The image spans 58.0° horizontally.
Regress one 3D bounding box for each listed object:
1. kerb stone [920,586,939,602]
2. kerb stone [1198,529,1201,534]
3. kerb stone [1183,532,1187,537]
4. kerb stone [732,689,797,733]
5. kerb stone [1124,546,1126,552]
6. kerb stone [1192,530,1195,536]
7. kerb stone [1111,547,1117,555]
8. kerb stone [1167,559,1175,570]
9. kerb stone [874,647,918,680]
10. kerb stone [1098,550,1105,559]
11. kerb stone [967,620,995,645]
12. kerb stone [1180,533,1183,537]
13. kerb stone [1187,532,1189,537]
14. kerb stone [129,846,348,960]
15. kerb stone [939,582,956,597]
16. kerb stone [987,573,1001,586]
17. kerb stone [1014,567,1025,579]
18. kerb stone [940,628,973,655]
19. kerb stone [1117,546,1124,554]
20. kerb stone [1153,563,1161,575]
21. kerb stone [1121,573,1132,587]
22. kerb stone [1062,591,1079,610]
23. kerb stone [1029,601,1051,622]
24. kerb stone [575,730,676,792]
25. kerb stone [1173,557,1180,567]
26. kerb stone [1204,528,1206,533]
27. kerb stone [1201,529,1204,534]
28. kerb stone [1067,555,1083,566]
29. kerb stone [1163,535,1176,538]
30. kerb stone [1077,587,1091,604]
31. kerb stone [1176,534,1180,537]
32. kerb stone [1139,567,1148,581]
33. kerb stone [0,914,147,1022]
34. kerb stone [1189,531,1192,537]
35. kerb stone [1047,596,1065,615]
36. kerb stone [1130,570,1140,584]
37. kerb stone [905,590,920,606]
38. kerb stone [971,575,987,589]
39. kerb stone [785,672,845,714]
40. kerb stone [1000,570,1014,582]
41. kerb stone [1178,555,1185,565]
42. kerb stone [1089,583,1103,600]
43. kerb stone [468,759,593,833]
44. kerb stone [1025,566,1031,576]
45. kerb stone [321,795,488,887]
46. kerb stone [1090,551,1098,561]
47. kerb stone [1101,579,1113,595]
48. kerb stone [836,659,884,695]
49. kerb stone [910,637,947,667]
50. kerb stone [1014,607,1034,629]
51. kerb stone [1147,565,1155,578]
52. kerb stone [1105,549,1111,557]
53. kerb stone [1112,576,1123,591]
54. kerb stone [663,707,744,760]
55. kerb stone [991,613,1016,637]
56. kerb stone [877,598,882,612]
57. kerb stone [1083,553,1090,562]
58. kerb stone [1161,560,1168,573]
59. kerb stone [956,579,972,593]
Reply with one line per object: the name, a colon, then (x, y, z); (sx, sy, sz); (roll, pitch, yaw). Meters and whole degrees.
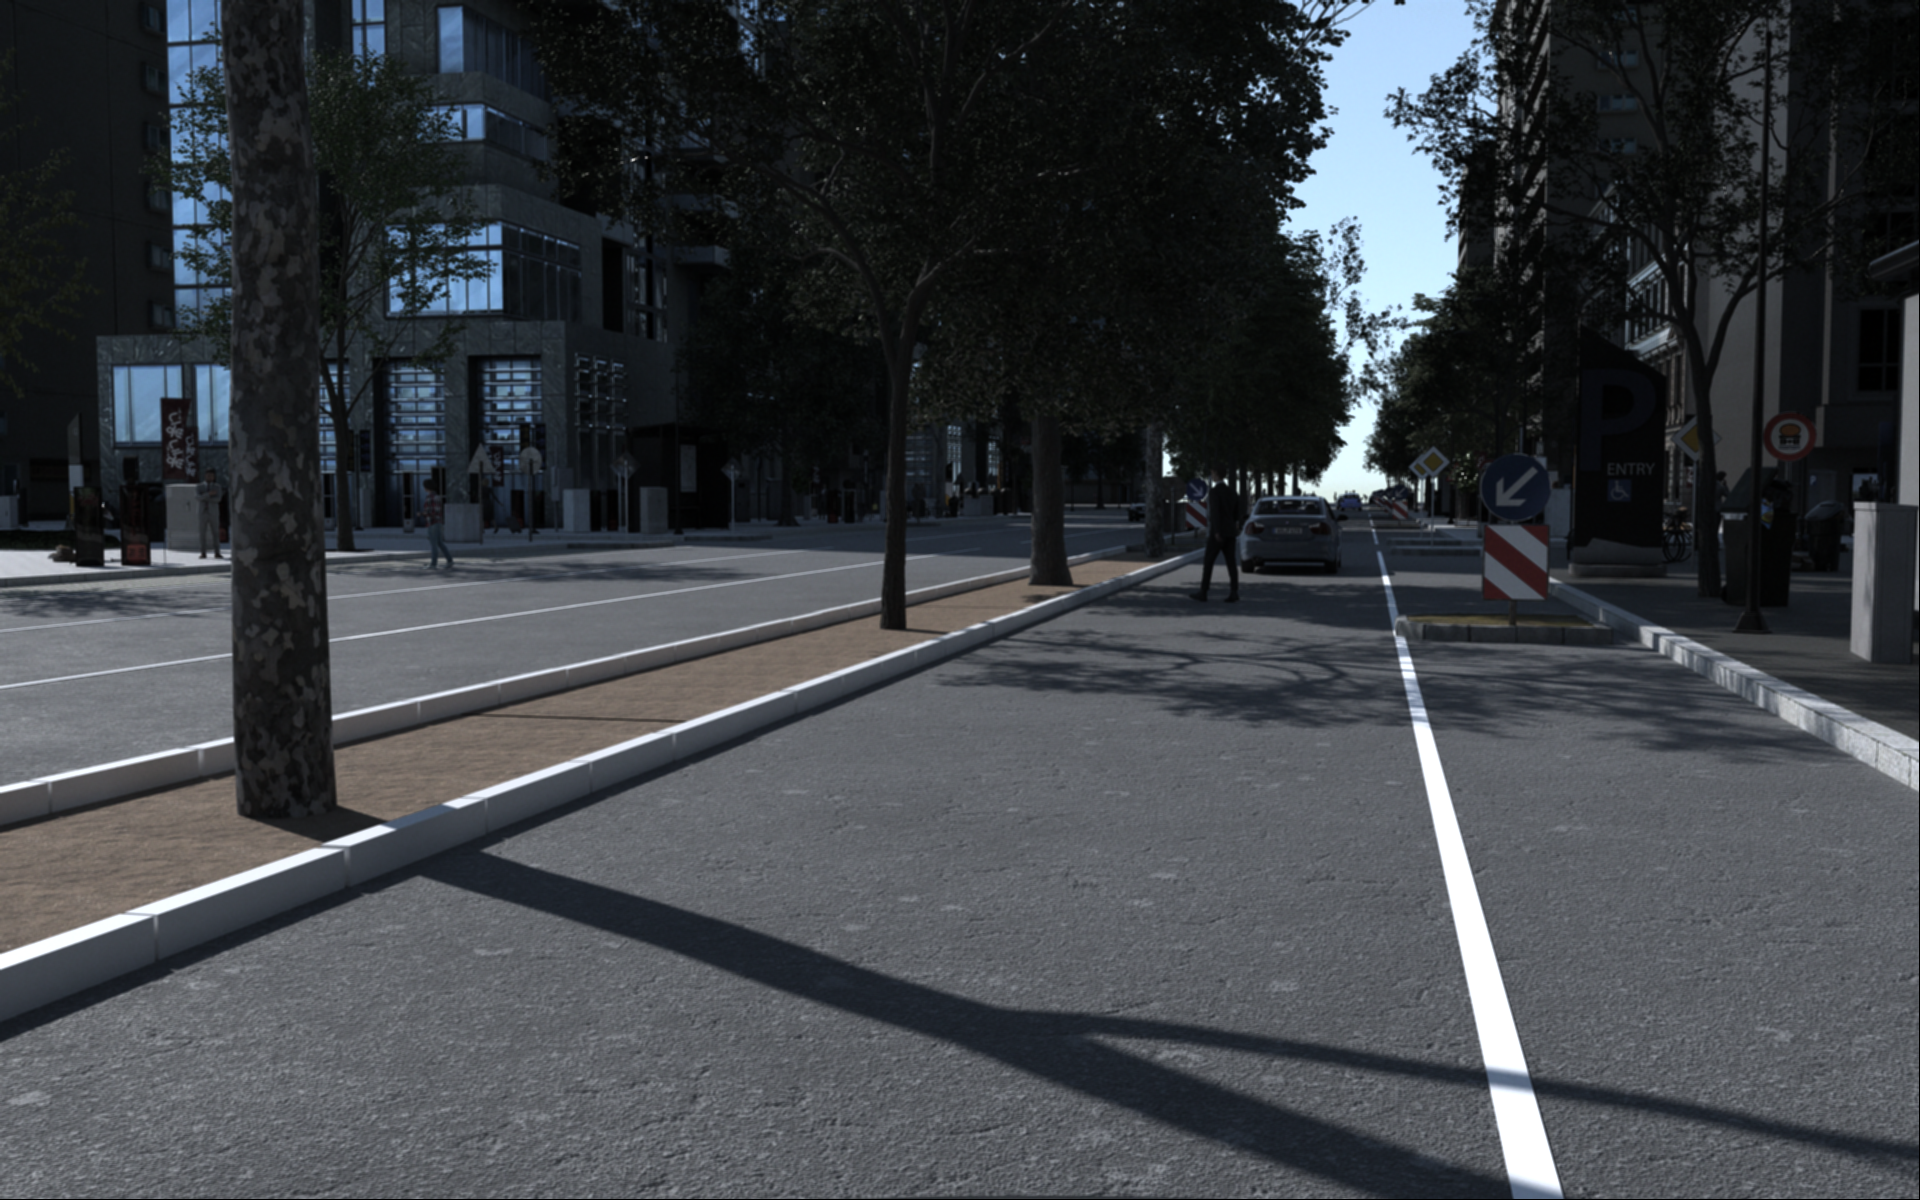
kerb stone: (-0.499, -0.062, 23.209); (0.120, 0.150, 1.000); (1, 4, 13)
kerb stone: (8.242, -2.353, 60.684); (0.120, 0.150, 1.000); (1, 4, 13)
kerb stone: (7.094, -2.045, 55.696); (0.120, 0.150, 1.000); (1, 4, 13)
kerb stone: (-1.248, 0.702, 10.805); (0.120, 0.150, 1.000); (1, 4, 13)
kerb stone: (3.947, -1.224, 42.217); (0.120, 0.150, 1.000); (1, 4, 13)
kerb stone: (7.785, -2.229, 58.691); (0.120, 0.150, 1.000); (1, 4, 13)
kerb stone: (3.467, -1.100, 40.215); (0.120, 0.150, 1.000); (1, 4, 13)
kerb stone: (3.899, -0.647, 32.769); (0.120, 0.150, 1.000); (1, 4, 13)
kerb stone: (-0.541, 0.514, 13.792); (0.120, 0.150, 1.000); (1, 4, 13)
kerb stone: (3.003, -0.980, 38.212); (0.120, 0.150, 1.000); (1, 4, 13)
kerb stone: (0.156, 0.332, 16.799); (0.120, 0.150, 1.000); (1, 4, 13)
kerb stone: (6.853, -1.988, 54.701); (0.120, 0.150, 1.000); (1, 4, 13)
kerb stone: (7.319, -2.110, 56.694); (0.120, 0.150, 1.000); (1, 4, 13)
kerb stone: (-2.408, 1.010, 5.821); (0.120, 0.150, 1.000); (1, 4, 13)
kerb stone: (-0.264, -0.122, 24.209); (0.120, 0.150, 1.000); (1, 4, 13)
kerb stone: (0.436, -0.301, 27.217); (0.120, 0.150, 1.000); (1, 4, 13)
kerb stone: (0.905, -0.422, 29.211); (0.120, 0.150, 1.000); (1, 4, 13)
kerb stone: (-0.072, 0.391, 15.799); (0.120, 0.150, 1.000); (1, 4, 13)
kerb stone: (3.708, -1.163, 41.217); (0.120, 0.150, 1.000); (1, 4, 13)
kerb stone: (3.417, -0.523, 30.771); (0.120, 0.150, 1.000); (1, 4, 13)
kerb stone: (2.491, -0.280, 26.783); (0.120, 0.150, 1.000); (1, 4, 13)
kerb stone: (1.327, 0.025, 21.787); (0.120, 0.150, 1.000); (1, 4, 13)
kerb stone: (0.861, 0.147, 19.795); (0.120, 0.150, 1.000); (1, 4, 13)
kerb stone: (-1.711, 0.819, 8.809); (0.120, 0.150, 1.000); (1, 4, 13)
kerb stone: (4.124, -0.708, 33.770); (0.120, 0.150, 1.000); (1, 4, 13)
kerb stone: (8.713, -2.476, 62.676); (0.120, 0.150, 1.000); (1, 4, 13)
kerb stone: (8.479, -2.409, 61.678); (0.120, 0.150, 1.000); (1, 4, 13)
kerb stone: (2.308, -0.796, 35.203); (0.120, 0.150, 1.000); (1, 4, 13)
kerb stone: (6.385, -1.866, 52.702); (0.120, 0.150, 1.000); (1, 4, 13)
kerb stone: (1.552, -0.036, 22.784); (0.120, 0.150, 1.000); (1, 4, 13)
kerb stone: (6.616, -1.923, 53.703); (0.120, 0.150, 1.000); (1, 4, 13)
kerb stone: (2.962, -0.403, 28.778); (0.120, 0.150, 1.000); (1, 4, 13)
kerb stone: (-2.635, 1.070, 4.824); (0.120, 0.150, 1.000); (1, 4, 13)
kerb stone: (7.551, -2.171, 57.691); (0.120, 0.150, 1.000); (1, 4, 13)
kerb stone: (1.087, 0.086, 20.793); (0.120, 0.150, 1.000); (1, 4, 13)
kerb stone: (2.727, -0.338, 27.783); (0.120, 0.150, 1.000); (1, 4, 13)
kerb stone: (-0.731, -0.001, 22.213); (0.120, 0.150, 1.000); (1, 4, 13)
kerb stone: (0.204, -0.246, 26.212); (0.120, 0.150, 1.000); (1, 4, 13)
kerb stone: (-1.004, 0.636, 11.798); (0.120, 0.150, 1.000); (1, 4, 13)
kerb stone: (0.674, -0.364, 28.215); (0.120, 0.150, 1.000); (1, 4, 13)
kerb stone: (4.353, -0.767, 34.766); (0.120, 0.150, 1.000); (1, 4, 13)
kerb stone: (1.791, -0.097, 23.778); (0.120, 0.150, 1.000); (1, 4, 13)
kerb stone: (-1.941, 0.880, 7.813); (0.120, 0.150, 1.000); (1, 4, 13)
kerb stone: (1.140, -0.488, 30.214); (0.120, 0.150, 1.000); (1, 4, 13)
kerb stone: (-2.168, 0.941, 6.815); (0.120, 0.150, 1.000); (1, 4, 13)
kerb stone: (2.771, -0.918, 37.206); (0.120, 0.150, 1.000); (1, 4, 13)
kerb stone: (2.026, -0.158, 24.789); (0.120, 0.150, 1.000); (1, 4, 13)
kerb stone: (-0.773, 0.575, 12.797); (0.120, 0.150, 1.000); (1, 4, 13)
kerb stone: (-0.305, 0.453, 14.797); (0.120, 0.150, 1.000); (1, 4, 13)
kerb stone: (0.624, 0.217, 18.796); (0.120, 0.150, 1.000); (1, 4, 13)
kerb stone: (3.187, -0.463, 29.775); (0.120, 0.150, 1.000); (1, 4, 13)
kerb stone: (3.237, -1.041, 39.214); (0.120, 0.150, 1.000); (1, 4, 13)
kerb stone: (2.254, -0.220, 25.789); (0.120, 0.150, 1.000); (1, 4, 13)
kerb stone: (-1.471, 0.758, 9.807); (0.120, 0.150, 1.000); (1, 4, 13)
kerb stone: (0.394, 0.270, 17.794); (0.120, 0.150, 1.000); (1, 4, 13)
kerb stone: (-0.965, 0.060, 21.218); (0.120, 0.150, 1.000); (1, 4, 13)
kerb stone: (2.538, -0.847, 36.212); (0.120, 0.150, 1.000); (1, 4, 13)
kerb stone: (3.661, -0.585, 31.774); (0.120, 0.150, 1.000); (1, 4, 13)
kerb stone: (-0.035, -0.184, 25.206); (0.120, 0.150, 1.000); (1, 4, 13)
